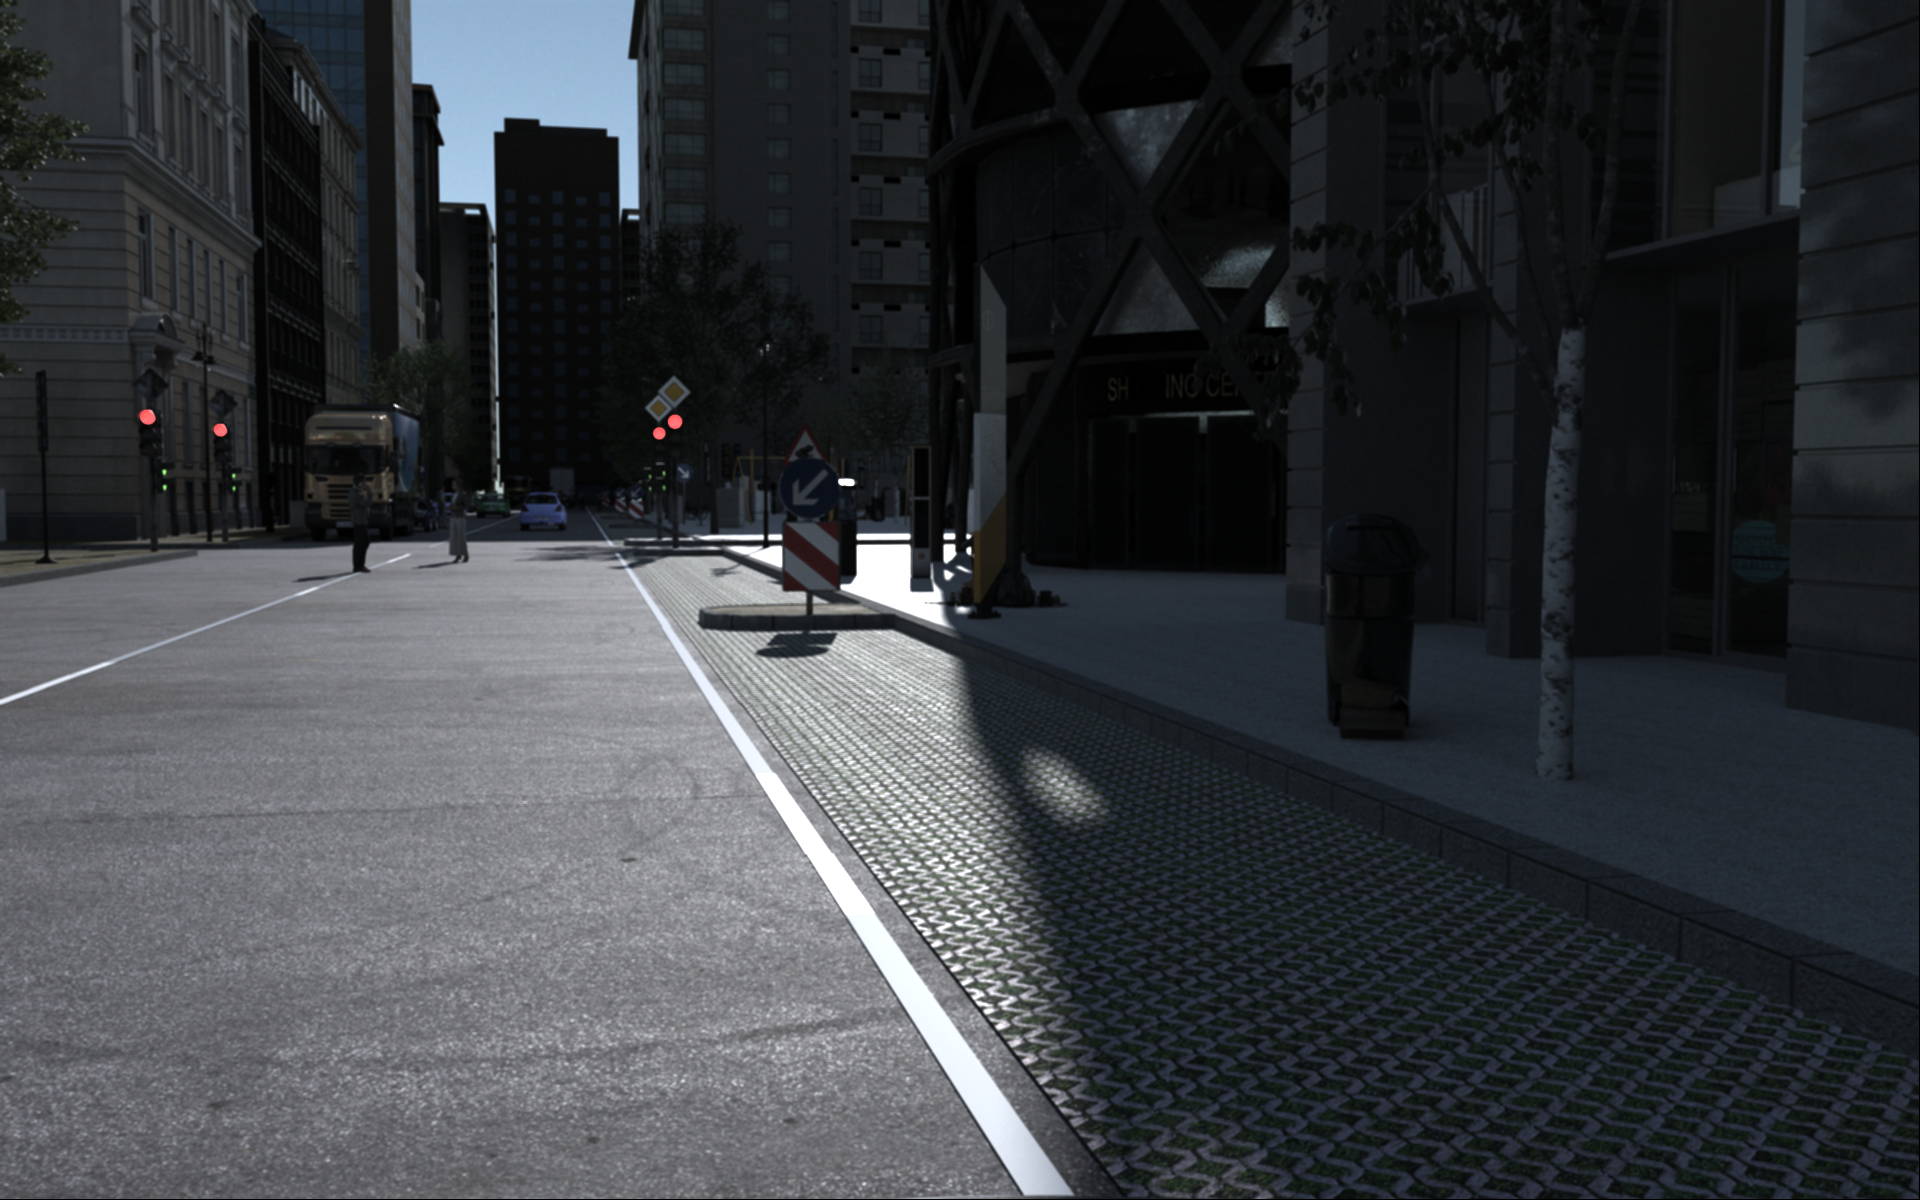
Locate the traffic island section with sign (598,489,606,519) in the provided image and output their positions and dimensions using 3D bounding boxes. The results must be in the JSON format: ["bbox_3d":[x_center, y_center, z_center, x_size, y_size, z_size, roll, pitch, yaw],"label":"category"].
[{"bbox_3d":[-19.675,-5.569,99.681,1.989,1.847,2.006,-1,4,-12],"label":"traffic island section with sign"}]

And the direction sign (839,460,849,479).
[{"bbox_3d":[-7.843,-7.644,116.980,0.876,3.537,0.379,3,4,38],"label":"direction sign"}]

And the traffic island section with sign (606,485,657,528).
[{"bbox_3d":[-13.861,-3.959,73.358,1.989,1.847,2.006,-1,4,-12],"label":"traffic island section with sign"}]

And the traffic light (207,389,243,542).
[{"bbox_3d":[-19.685,-3.512,46.337,0.839,4.253,0.868,-1,4,-12],"label":"traffic light"}]

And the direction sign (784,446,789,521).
[{"bbox_3d":[-8.112,-5.472,81.458,0.379,3.537,0.876,0,4,5],"label":"direction sign"}]

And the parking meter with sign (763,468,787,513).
[{"bbox_3d":[-12.252,-7.289,115.431,1.738,3.016,0.543,-1,4,-13],"label":"parking meter with sign"}]

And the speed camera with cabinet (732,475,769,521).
[{"bbox_3d":[-10.125,-5.420,82.958,0.660,3.252,2.038,-3,5,-39],"label":"speed camera with cabinet"}]

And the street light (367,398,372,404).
[{"bbox_3d":[-28.421,-6.774,83.551,0.468,5.910,1.993,-1,4,-12],"label":"street light"}]

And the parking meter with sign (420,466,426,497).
[{"bbox_3d":[-33.610,-6.824,107.838,0.543,3.016,1.738,-1,4,-13],"label":"parking meter with sign"}]

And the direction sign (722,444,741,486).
[{"bbox_3d":[-10.280,-5.258,77.973,0.876,3.537,0.379,0,4,-1],"label":"direction sign"}]

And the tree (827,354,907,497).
[{"bbox_3d":[-4.531,-8.630,91.466,4.737,8.622,4.395,0,3,0],"label":"tree"}]

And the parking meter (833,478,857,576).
[{"bbox_3d":[-1.811,-1.156,27.305,0.372,1.533,0.369,0,3,0],"label":"parking meter"}]

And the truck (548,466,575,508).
[{"bbox_3d":[-41.738,-11.787,181.628,2.839,4.237,11.283,-1,4,-13],"label":"truck"}]

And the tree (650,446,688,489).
[{"bbox_3d":[-20.412,-10.286,118.546,4.737,8.622,4.395,0,3,0],"label":"tree"}]

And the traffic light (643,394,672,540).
[{"bbox_3d":[-8.497,-3.663,48.818,0.839,4.253,0.868,-1,4,-12],"label":"traffic light"}]

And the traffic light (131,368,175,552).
[{"bbox_3d":[-17.961,-3.035,38.540,0.839,4.253,0.868,-1,4,-12],"label":"traffic light"}]

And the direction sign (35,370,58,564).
[{"bbox_3d":[-16.934,-2.447,32.006,0.379,3.537,0.876,-3,4,-37],"label":"direction sign"}]

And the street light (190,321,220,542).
[{"bbox_3d":[-20.209,-4.507,46.473,0.468,5.910,1.993,-1,4,-12],"label":"street light"}]

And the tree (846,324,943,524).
[{"bbox_3d":[-2.784,-7.589,74.447,4.360,8.622,3.978,0,3,0],"label":"tree"}]

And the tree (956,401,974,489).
[{"bbox_3d":[0.882,-8.114,83.023,4.360,8.622,3.978,0,3,0],"label":"tree"}]

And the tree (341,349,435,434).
[{"bbox_3d":[-29.117,-8.413,87.908,4.360,8.622,3.978,0,3,0],"label":"tree"}]

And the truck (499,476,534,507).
[{"bbox_3d":[-46.758,-11.471,183.466,3.469,3.379,9.791,-1,4,-11],"label":"truck"}]

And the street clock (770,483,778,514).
[{"bbox_3d":[-11.771,-6.429,109.679,0.471,2.002,0.358,0,4,7],"label":"street clock"}]

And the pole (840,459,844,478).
[{"bbox_3d":[-6.772,-6.458,99.439,0.158,3.312,0.155,0,3,0],"label":"pole"}]

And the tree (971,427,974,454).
[{"bbox_3d":[2.374,-9.792,110.458,4.737,8.622,4.395,0,3,0],"label":"tree"}]

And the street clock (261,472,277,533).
[{"bbox_3d":[-22.896,-3.233,57.434,0.358,2.002,0.471,2,4,25],"label":"street clock"}]

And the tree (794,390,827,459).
[{"bbox_3d":[-9.348,-10.378,120.049,4.737,8.622,4.395,0,3,0],"label":"tree"}]

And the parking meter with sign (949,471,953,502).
[{"bbox_3d":[-0.178,-6.119,96.303,0.543,3.016,1.738,1,4,12],"label":"parking meter with sign"}]

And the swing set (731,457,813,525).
[{"bbox_3d":[-8.242,-4.650,73.654,3.119,2.851,2.862,-2,4,-29],"label":"swing set"}]

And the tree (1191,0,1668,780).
[{"bbox_3d":[2.631,-3.513,7.808,4.360,8.622,3.978,0,3,0],"label":"tree"}]

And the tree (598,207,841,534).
[{"bbox_3d":[-7.832,-7.420,55.737,8.767,10.594,7.601,0,4,6],"label":"tree"}]

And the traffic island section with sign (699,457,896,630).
[{"bbox_3d":[-1.858,-0.641,19.115,1.989,1.847,2.006,-1,4,-12],"label":"traffic island section with sign"}]

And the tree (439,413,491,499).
[{"bbox_3d":[-46.875,-13.123,164.925,4.737,8.622,4.395,0,3,0],"label":"tree"}]

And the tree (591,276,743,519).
[{"bbox_3d":[-14.613,-10.467,89.265,7.486,12.596,7.792,0,3,0],"label":"tree"}]

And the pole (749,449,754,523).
[{"bbox_3d":[-9.356,-5.126,77.650,0.158,3.312,0.155,0,3,0],"label":"pole"}]

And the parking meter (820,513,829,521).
[{"bbox_3d":[-6.006,-4.371,77.177,0.399,1.863,0.255,-3,5,-43],"label":"parking meter"}]

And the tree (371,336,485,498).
[{"bbox_3d":[-35.099,-11.496,113.718,9.928,11.665,9.643,0,3,0],"label":"tree"}]

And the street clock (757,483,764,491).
[{"bbox_3d":[-13.054,-6.678,113.759,0.471,2.002,0.358,1,4,16],"label":"street clock"}]

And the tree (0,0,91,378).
[{"bbox_3d":[-15.627,-6.429,23.240,7.486,12.596,7.792,0,3,0],"label":"tree"}]

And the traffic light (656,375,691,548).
[{"bbox_3d":[-6.773,-3.187,41.020,0.839,4.253,0.868,-1,4,-12],"label":"traffic light"}]

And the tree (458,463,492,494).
[{"bbox_3d":[-54.383,-12.936,195.210,4.285,4.588,4.351,0,3,0],"label":"tree"}]

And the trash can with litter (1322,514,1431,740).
[{"bbox_3d":[2.298,0.120,9.433,0.624,1.170,1.055,1,4,8],"label":"trash can with litter"}]

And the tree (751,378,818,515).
[{"bbox_3d":[-10.476,-9.362,103.436,4.360,8.622,3.978,0,3,0],"label":"tree"}]

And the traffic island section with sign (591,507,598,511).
[{"bbox_3d":[-30.422,-8.543,148.306,1.989,1.847,2.006,-1,4,-12],"label":"traffic island section with sign"}]

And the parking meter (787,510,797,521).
[{"bbox_3d":[-6.165,-3.376,63.608,0.372,1.533,0.369,0,3,0],"label":"parking meter"}]

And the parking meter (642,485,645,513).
[{"bbox_3d":[-20.860,-6.666,114.696,0.399,1.863,0.255,-3,5,-44],"label":"parking meter"}]

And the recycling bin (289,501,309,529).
[{"bbox_3d":[-24.164,-3.124,63.638,0.722,1.027,0.722,0,4,-3],"label":"recycling bin"}]

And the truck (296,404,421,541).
[{"bbox_3d":[-19.335,-4.121,56.293,2.839,4.237,11.283,-1,4,-12],"label":"truck"}]

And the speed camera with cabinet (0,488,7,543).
[{"bbox_3d":[-25.533,-3.108,45.145,0.660,3.252,2.038,-1,4,-13],"label":"speed camera with cabinet"}]

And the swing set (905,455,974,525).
[{"bbox_3d":[-0.544,-4.425,69.971,3.119,2.851,2.862,0,4,-7],"label":"swing set"}]

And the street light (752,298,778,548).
[{"bbox_3d":[-4.624,-4.179,41.122,0.468,5.910,1.993,-1,4,-12],"label":"street light"}]

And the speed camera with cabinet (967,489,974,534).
[{"bbox_3d":[0.740,-3.823,56.836,0.660,3.252,2.038,1,4,14],"label":"speed camera with cabinet"}]
